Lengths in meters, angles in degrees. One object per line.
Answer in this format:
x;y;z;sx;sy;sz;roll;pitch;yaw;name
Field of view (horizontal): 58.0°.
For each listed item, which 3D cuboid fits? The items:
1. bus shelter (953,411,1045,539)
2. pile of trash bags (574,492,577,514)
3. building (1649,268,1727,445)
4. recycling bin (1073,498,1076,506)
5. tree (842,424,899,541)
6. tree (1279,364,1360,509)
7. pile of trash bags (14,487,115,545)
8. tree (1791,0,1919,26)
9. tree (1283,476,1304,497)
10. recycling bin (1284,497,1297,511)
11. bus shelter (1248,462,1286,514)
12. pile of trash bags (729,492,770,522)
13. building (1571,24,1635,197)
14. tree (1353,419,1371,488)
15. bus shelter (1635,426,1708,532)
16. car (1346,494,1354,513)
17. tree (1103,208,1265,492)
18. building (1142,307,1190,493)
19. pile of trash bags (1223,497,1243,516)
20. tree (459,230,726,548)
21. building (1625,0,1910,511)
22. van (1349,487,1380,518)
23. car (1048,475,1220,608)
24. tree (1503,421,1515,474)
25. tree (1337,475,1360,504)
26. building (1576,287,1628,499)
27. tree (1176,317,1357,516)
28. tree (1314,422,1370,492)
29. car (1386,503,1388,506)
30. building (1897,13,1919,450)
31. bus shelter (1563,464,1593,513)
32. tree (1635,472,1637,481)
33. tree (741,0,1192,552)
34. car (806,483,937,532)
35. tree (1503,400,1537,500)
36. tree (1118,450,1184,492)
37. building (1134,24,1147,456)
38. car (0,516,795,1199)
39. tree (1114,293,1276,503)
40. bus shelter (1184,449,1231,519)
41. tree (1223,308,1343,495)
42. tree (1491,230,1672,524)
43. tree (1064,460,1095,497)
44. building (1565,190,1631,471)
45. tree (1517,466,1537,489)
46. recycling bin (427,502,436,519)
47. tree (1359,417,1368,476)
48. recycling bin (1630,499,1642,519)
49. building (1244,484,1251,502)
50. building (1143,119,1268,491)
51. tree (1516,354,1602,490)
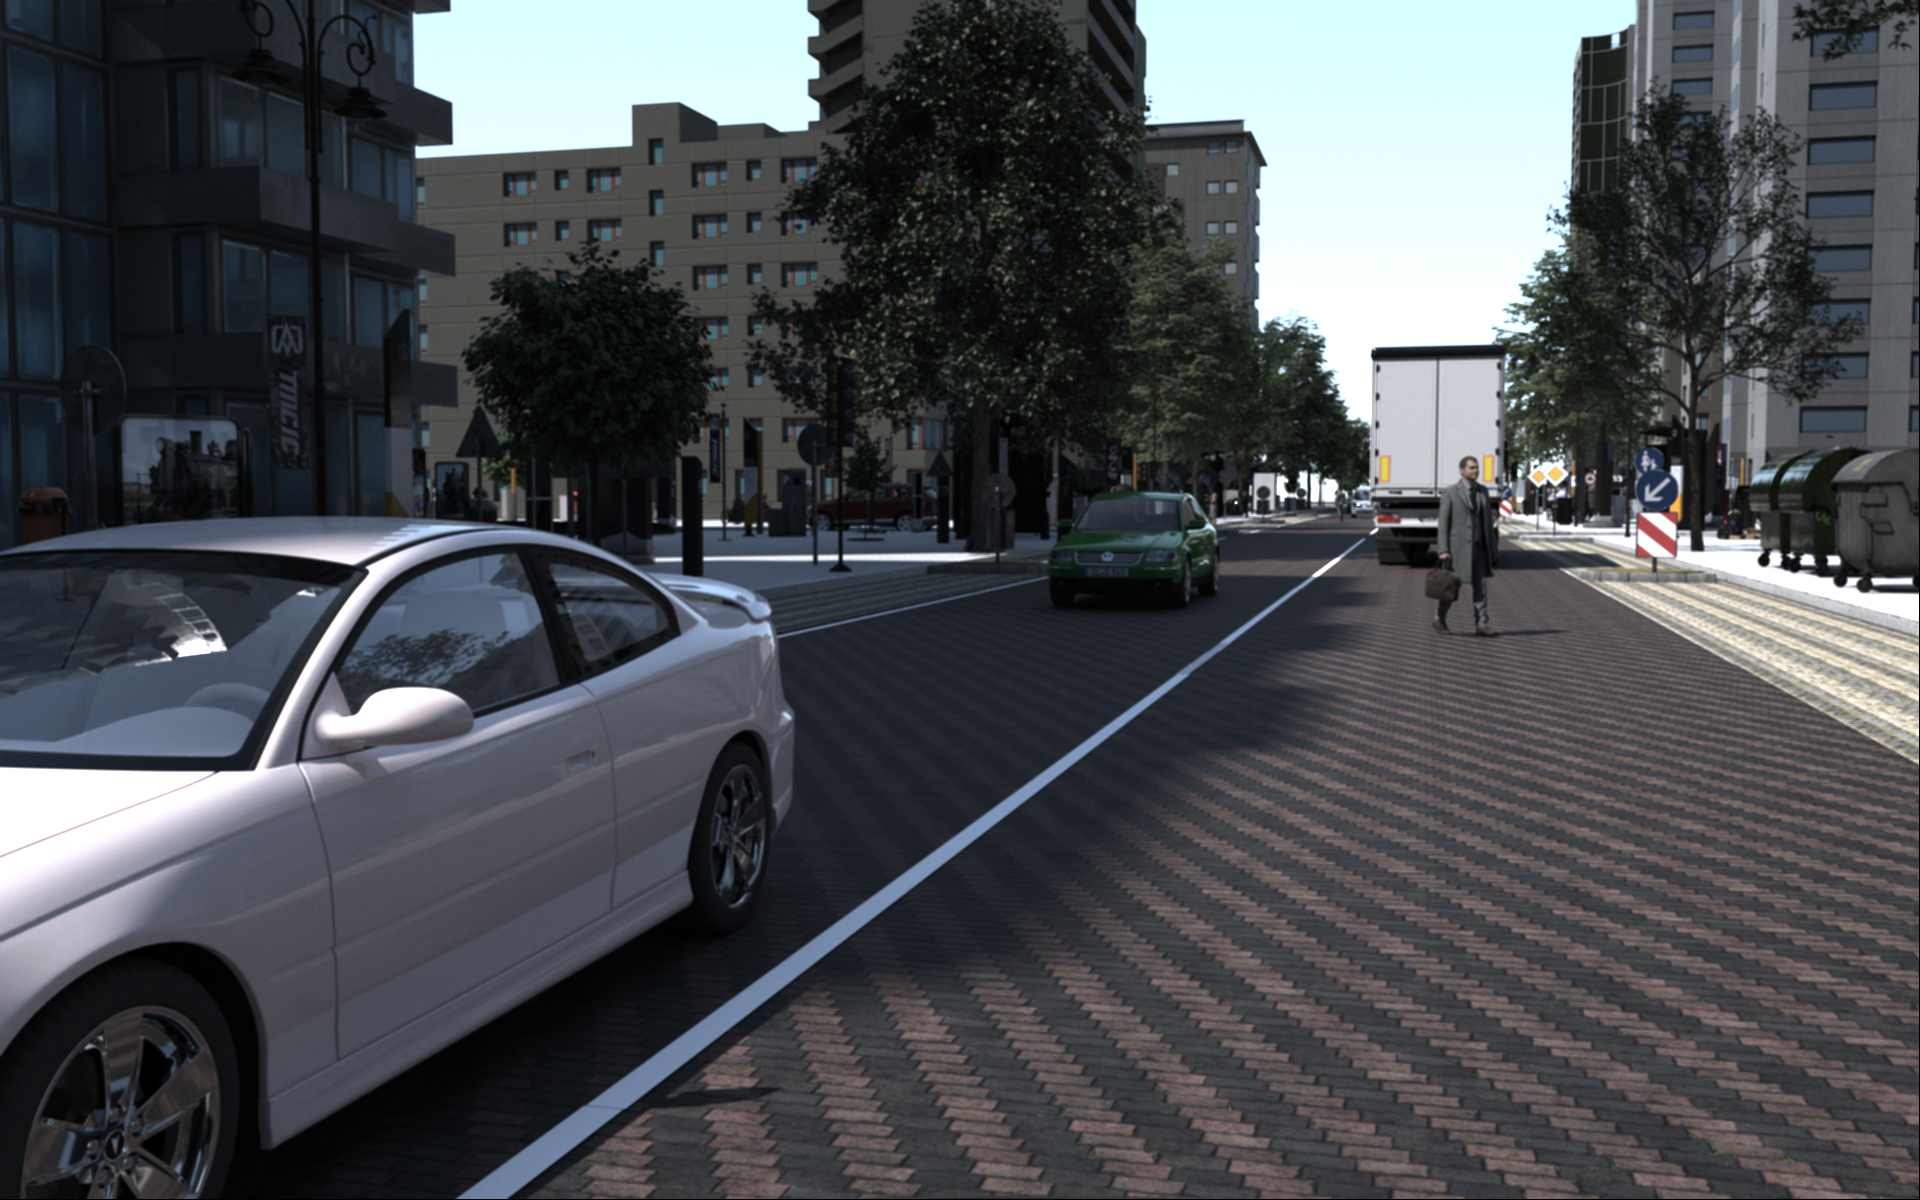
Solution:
1.400;-3.700;51.771;1.731;3.624;6.357;1;4;15;bus shelter
-25.892;-6.751;120.137;1.912;1.369;3.447;2;4;33;pile of trash bags
73.686;-18.239;143.246;27.650;21.520;28.899;1;4;15;building
7.101;-6.034;111.209;0.722;1.027;0.722;0;4;-1;recycling bin
-2.482;-3.250;47.739;1.663;3.219;1.824;0;3;0;tree
30.043;-14.240;150.947;7.486;12.596;7.792;0;3;0;tree
-10.653;-0.761;22.201;1.912;1.369;3.447;1;4;13;pile of trash bags
9.123;-4.652;10.470;7.601;10.594;8.767;-3;5;-45;tree
27.270;-9.064;142.798;1.663;3.219;1.824;0;3;0;tree
25.782;-7.501;135.195;0.722;1.027;0.722;3;5;43;recycling bin
19.912;-7.248;112.425;2.014;3.302;5.546;1;4;15;bus shelter
-9.474;-4.273;79.609;1.912;1.369;3.447;0;4;8;pile of trash bags
103.696;-50.793;268.713;20.563;71.187;20.611;1;4;15;building
66.822;-23.455;290.146;9.857;13.997;8.962;0;3;0;tree
25.475;-4.336;62.175;1.731;3.624;6.357;1;4;15;bus shelter
30.629;-7.503;132.900;2.015;1.641;3.980;1;4;15;car
8.290;-9.268;69.654;7.486;12.596;7.792;0;3;0;tree
7.087;-19.953;171.276;27.650;21.520;28.899;1;4;15;building
14.865;-5.579;100.969;1.912;1.369;3.447;-3;5;-44;pile of trash bags
-4.599;-2.331;21.818;4.285;4.588;4.351;0;3;0;tree
77.408;-38.461;170.844;21.231;58.520;28.212;1;4;15;building
24.641;-6.004;105.183;2.013;2.044;4.112;1;4;14;van
2.418;-0.893;23.404;1.959;1.807;4.718;1;4;16;car
47.445;-12.261;150.828;4.360;8.622;3.978;0;3;0;tree
52.260;-15.258;233.176;4.285;4.588;4.351;0;3;0;tree
92.816;-28.643;240.018;14.160;30.474;14.107;1;4;15;building
16.644;-10.842;103.016;9.928;11.665;9.643;0;3;0;tree
46.273;-16.913;210.947;7.601;10.594;8.767;-2;4;-35;tree
20.074;-3.980;77.434;2.083;1.381;4.827;1;4;16;car
59.728;-34.624;108.103;21.231;58.520;28.212;1;4;15;building
41.612;-7.561;117.543;2.014;3.302;5.546;1;4;15;bus shelter
49.509;-8.156;127.957;1.663;3.219;1.824;0;3;0;tree
0.446;-7.420;38.325;9.611;12.733;9.660;0;3;0;tree
-3.059;-3.263;62.024;5.304;1.827;2.281;1;4;16;car
42.994;-11.334;135.676;4.737;8.622;4.395;0;3;0;tree
13.108;-8.703;126.008;4.285;4.588;4.351;0;3;0;tree
7.811;-28.421;148.275;14.154;41.232;14.086;1;4;15;building
-1.942;0.475;4.602;2.083;1.381;4.827;1;4;15;car
10.654;-8.854;79.173;8.767;10.594;7.601;2;4;27;tree
13.282;-6.212;92.850;1.731;3.624;6.357;1;4;15;bus shelter
21.776;-13.073;120.403;9.857;13.997;8.962;0;3;0;tree
26.515;-9.587;74.870;7.486;12.596;7.792;0;3;0;tree
6.709;-6.168;95.444;1.663;3.219;1.824;0;3;0;tree
96.663;-36.898;253.397;14.600;45.320;14.200;1;4;15;building
39.396;-7.732;121.019;1.663;3.219;1.824;0;3;0;tree
-16.529;-2.596;55.001;0.722;1.027;0.722;-2;4;-33;recycling bin
49.368;-18.798;225.468;7.486;12.596;7.792;0;3;0;tree
34.499;-4.629;88.241;0.722;1.027;0.722;0;4;5;recycling bin
32.947;-35.733;276.120;32.217;40.220;23.993;1;4;15;building
28.706;-40.430;250.270;28.713;52.752;27.495;1;4;15;building
30.318;-8.385;87.465;4.360;8.622;3.978;0;3;0;tree
